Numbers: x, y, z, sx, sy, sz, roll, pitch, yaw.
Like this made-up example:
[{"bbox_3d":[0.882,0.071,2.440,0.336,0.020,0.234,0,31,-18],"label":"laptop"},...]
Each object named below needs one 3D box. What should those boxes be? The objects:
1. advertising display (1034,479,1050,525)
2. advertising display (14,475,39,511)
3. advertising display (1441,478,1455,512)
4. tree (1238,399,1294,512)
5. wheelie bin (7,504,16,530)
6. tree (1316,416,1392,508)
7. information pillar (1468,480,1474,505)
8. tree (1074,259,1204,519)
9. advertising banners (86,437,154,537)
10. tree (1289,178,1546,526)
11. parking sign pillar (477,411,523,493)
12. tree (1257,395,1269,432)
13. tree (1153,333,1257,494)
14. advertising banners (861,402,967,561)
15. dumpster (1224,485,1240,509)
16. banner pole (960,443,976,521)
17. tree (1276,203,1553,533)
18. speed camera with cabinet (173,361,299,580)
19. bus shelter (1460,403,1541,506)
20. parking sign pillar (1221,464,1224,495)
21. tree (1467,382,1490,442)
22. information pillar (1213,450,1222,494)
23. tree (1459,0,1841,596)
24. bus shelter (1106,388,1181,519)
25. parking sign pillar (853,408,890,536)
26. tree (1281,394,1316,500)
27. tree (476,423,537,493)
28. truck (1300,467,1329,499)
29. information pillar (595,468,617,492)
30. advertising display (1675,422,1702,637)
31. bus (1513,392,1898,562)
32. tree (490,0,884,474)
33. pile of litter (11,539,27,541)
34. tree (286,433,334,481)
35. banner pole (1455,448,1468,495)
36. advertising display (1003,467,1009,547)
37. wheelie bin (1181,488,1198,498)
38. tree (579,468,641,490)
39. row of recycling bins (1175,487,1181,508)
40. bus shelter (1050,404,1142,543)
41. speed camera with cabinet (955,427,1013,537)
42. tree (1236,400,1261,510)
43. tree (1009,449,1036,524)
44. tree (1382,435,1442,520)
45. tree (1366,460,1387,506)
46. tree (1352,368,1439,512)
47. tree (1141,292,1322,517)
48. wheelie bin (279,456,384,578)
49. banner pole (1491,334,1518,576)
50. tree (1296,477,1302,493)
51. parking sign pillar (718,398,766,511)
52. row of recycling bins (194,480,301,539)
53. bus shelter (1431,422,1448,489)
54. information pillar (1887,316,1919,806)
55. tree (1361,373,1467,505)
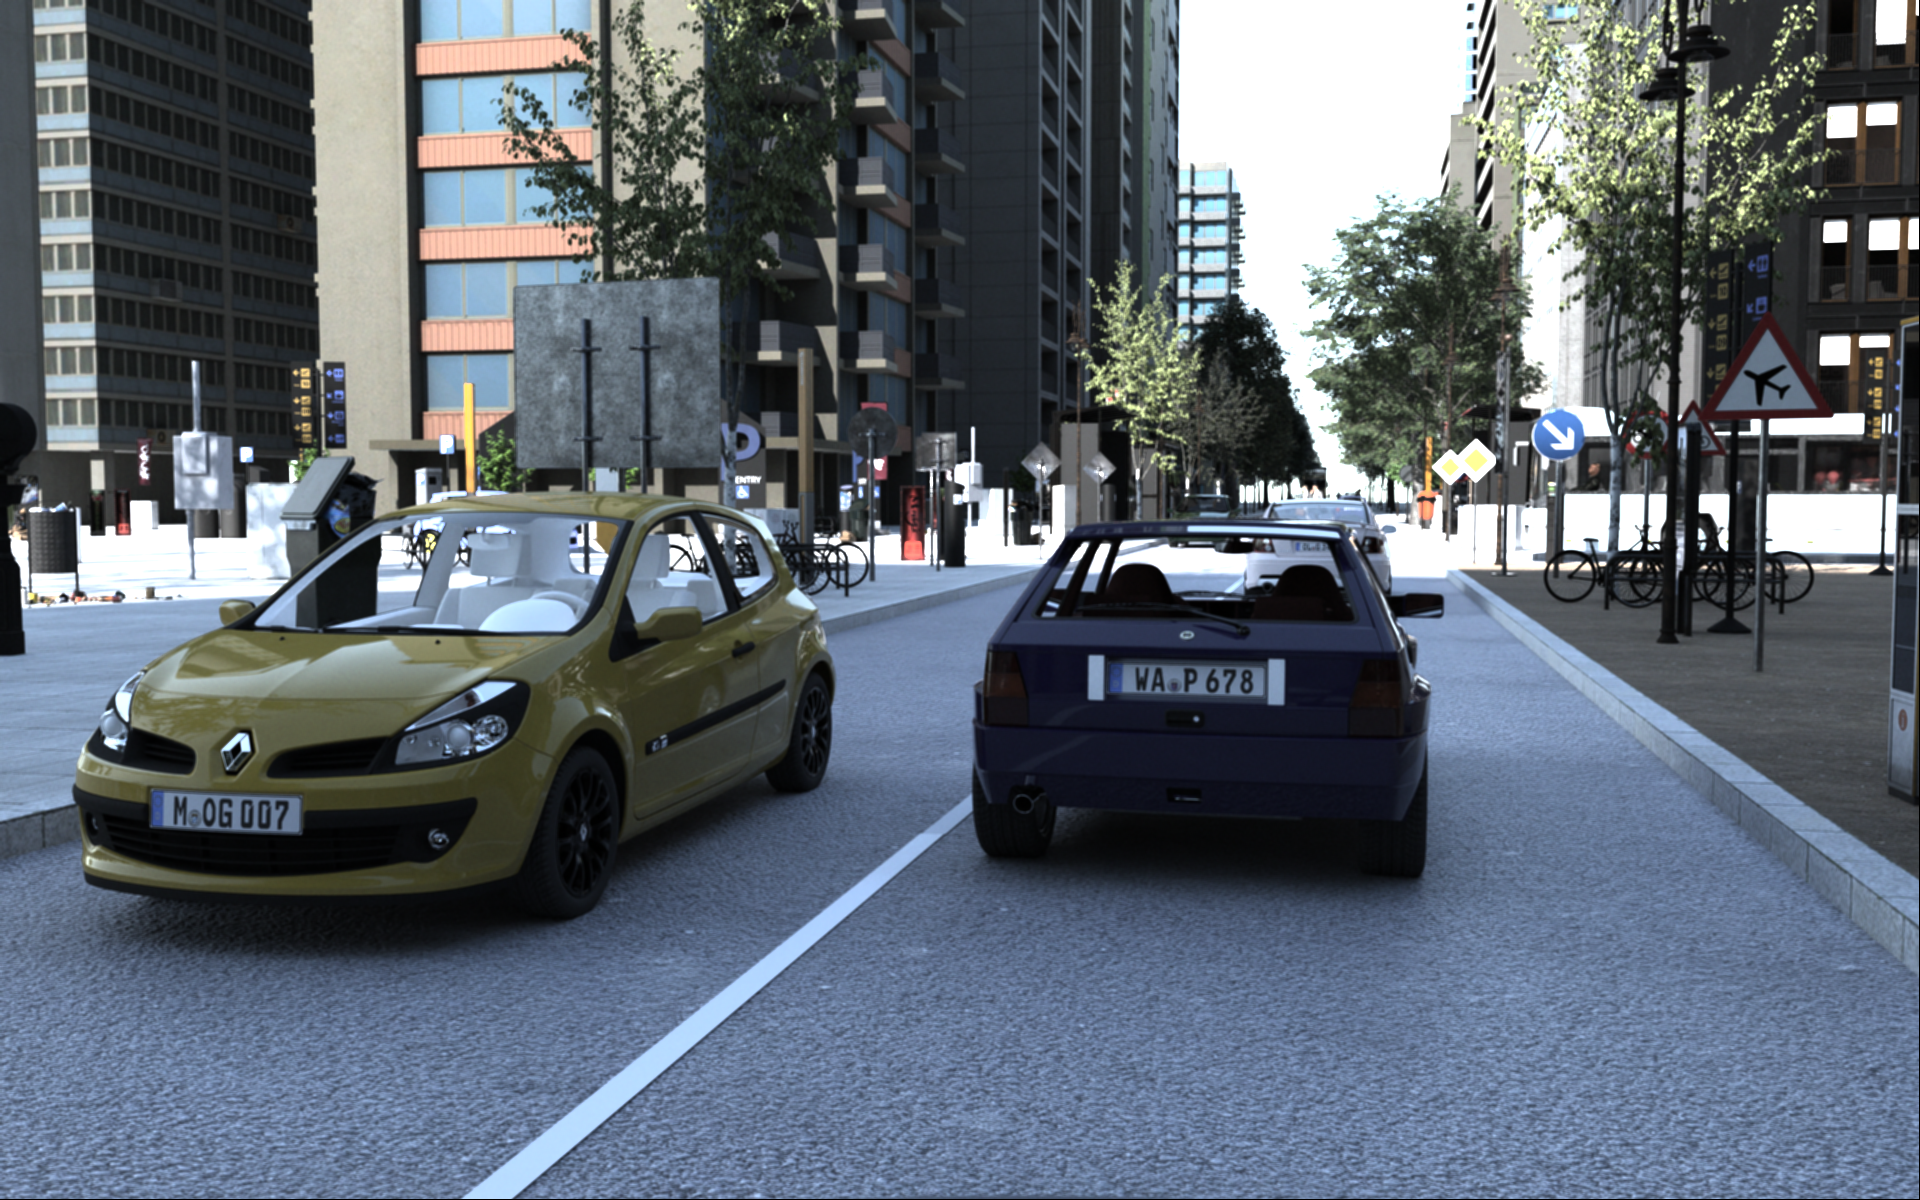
[{"bbox_3d":[3.592,-4.096,72.189,0.974,1.923,0.123,1,4,15],"label":"advertising display"},{"bbox_3d":[-32.066,-3.322,59.530,0.123,1.923,0.974,1,4,12],"label":"advertising display"},{"bbox_3d":[17.723,-3.528,62.900,0.123,1.923,0.974,3,4,36],"label":"advertising display"},{"bbox_3d":[20.688,-10.394,120.298,4.737,8.622,4.395,0,3,0],"label":"tree"},{"bbox_3d":[-33.341,-3.267,61.326,0.980,1.594,0.693,3,5,40],"label":"wheelie bin"},{"bbox_3d":[39.857,-15.325,160.937,12.009,13.543,11.850,0,3,0],"label":"tree"},{"bbox_3d":[26.819,-5.276,90.756,0.304,2.012,0.304,-1,4,-10],"label":"information pillar"},{"bbox_3d":[5.613,-6.339,54.000,4.737,8.622,4.395,0,3,0],"label":"tree"},{"bbox_3d":[-25.657,-3.473,52.964,0.090,3.025,2.074,3,5,41],"label":"advertising banners"},{"bbox_3d":[18.385,-9.971,69.680,9.857,13.997,8.962,0,3,0],"label":"tree"},{"bbox_3d":[-14.106,-3.954,53.121,1.447,3.967,1.447,-2,4,-27],"label":"parking sign pillar"},{"bbox_3d":[12.903,-8.264,85.478,4.360,8.622,3.978,0,3,0],"label":"tree"},{"bbox_3d":[10.548,-7.865,78.948,4.360,8.622,3.978,0,3,0],"label":"tree"},{"bbox_3d":[-0.874,-2.257,33.090,2.074,3.025,0.090,-1,4,-14],"label":"advertising banners"},{"bbox_3d":[17.733,-6.619,113.973,1.264,1.857,1.865,1,4,13],"label":"dumpster"},{"bbox_3d":[0.377,-5.746,83.959,0.863,3.779,0.401,0,4,-2],"label":"banner pole"},{"bbox_3d":[15.606,-7.464,56.445,7.601,10.594,8.767,-1,4,-12],"label":"tree"},{"bbox_3d":[-10.677,-1.939,26.039,2.038,3.252,0.660,0,4,0],"label":"speed camera with cabinet"},{"bbox_3d":[14.766,-3.440,47.520,1.731,3.624,6.357,1,4,13],"label":"bus shelter"},{"bbox_3d":[16.563,-7.466,110.533,1.447,3.967,1.447,1,4,14],"label":"parking sign pillar"},{"bbox_3d":[32.502,-9.623,107.698,4.360,8.622,3.978,0,3,0],"label":"tree"},{"bbox_3d":[13.688,-6.171,92.248,0.504,3.616,0.183,-2,4,-24],"label":"information pillar"},{"bbox_3d":[8.475,-4.354,21.546,4.737,8.622,4.395,0,3,0],"label":"tree"},{"bbox_3d":[7.129,-5.513,67.776,2.179,5.291,8.768,1,4,13],"label":"bus shelter"},{"bbox_3d":[-2.894,-3.990,53.716,1.447,3.967,1.447,-2,4,-24],"label":"parking sign pillar"},{"bbox_3d":[38.181,-17.960,204.017,12.009,13.543,11.850,0,3,0],"label":"tree"},{"bbox_3d":[-12.322,-3.211,47.102,1.663,3.219,1.824,0,3,0],"label":"tree"},{"bbox_3d":[36.902,-11.699,180.189,2.839,4.237,11.283,1,4,12],"label":"truck"},{"bbox_3d":[-5.151,-2.088,25.491,0.504,3.616,0.183,2,4,29],"label":"information pillar"},{"bbox_3d":[6.663,-0.658,15.980,0.123,1.923,0.974,1,4,13],"label":"advertising display"},{"bbox_3d":[17.267,-2.414,34.323,13.247,3.499,2.948,1,4,13],"label":"bus"},{"bbox_3d":[-2.873,-4.259,20.005,4.737,8.622,4.395,0,3,0],"label":"tree"},{"bbox_3d":[-25.650,-2.078,47.932,1.176,0.858,1.719,2,4,27],"label":"pile of litter"},{"bbox_3d":[-19.945,-3.589,53.281,1.663,3.219,1.824,0,3,0],"label":"tree"},{"bbox_3d":[24.198,-5.736,83.803,0.863,3.779,0.401,3,5,40],"label":"banner pole"},{"bbox_3d":[1.124,-2.269,42.305,0.123,1.923,0.974,0,4,1],"label":"advertising display"},{"bbox_3d":[11.123,-4.637,83.723,0.980,1.594,0.693,1,4,12],"label":"wheelie bin"},{"bbox_3d":[-9.434,-3.228,47.386,1.663,3.219,1.824,0,3,0],"label":"tree"},{"bbox_3d":[8.924,-4.229,76.260,1.069,1.692,3.534,1,4,22],"label":"row of recycling bins"},{"bbox_3d":[3.853,-3.498,48.476,1.731,3.624,6.357,1,4,13],"label":"bus shelter"},{"bbox_3d":[0.727,-3.524,51.957,0.660,3.252,2.038,3,5,43],"label":"speed camera with cabinet"},{"bbox_3d":[24.927,-12.787,143.474,8.767,10.594,7.601,1,4,16],"label":"tree"},{"bbox_3d":[2.725,-4.878,74.353,1.663,3.219,1.824,0,3,0],"label":"tree"},{"bbox_3d":[22.850,-6.291,86.572,4.285,4.588,4.351,0,3,0],"label":"tree"},{"bbox_3d":[44.536,-14.149,181.703,4.737,8.622,4.395,0,3,0],"label":"tree"},{"bbox_3d":[31.664,-12.299,126.836,9.928,11.665,9.643,0,3,0],"label":"tree"},{"bbox_3d":[15.532,-11.112,98.687,9.611,12.733,9.660,0,3,0],"label":"tree"},{"bbox_3d":[-5.314,-0.415,14.701,0.980,1.594,0.693,3,5,42],"label":"wheelie bin"},{"bbox_3d":[8.430,-2.257,26.926,0.401,3.779,0.863,2,4,34],"label":"banner pole"},{"bbox_3d":[49.359,-18.357,250.499,4.360,8.622,3.978,0,3,0],"label":"tree"},{"bbox_3d":[-5.987,-3.618,47.629,1.447,3.967,1.447,0,4,-6],"label":"parking sign pillar"},{"bbox_3d":[-20.544,-2.640,50.277,3.534,1.692,1.069,0,4,-4],"label":"row of recycling bins"},{"bbox_3d":[25.383,-7.092,93.592,2.179,5.291,8.768,1,4,13],"label":"bus shelter"},{"bbox_3d":[4.090,-0.165,7.188,0.304,2.012,0.304,1,4,8],"label":"information pillar"},{"bbox_3d":[26.272,-9.191,100.633,4.360,8.622,3.978,0,3,0],"label":"tree"}]
